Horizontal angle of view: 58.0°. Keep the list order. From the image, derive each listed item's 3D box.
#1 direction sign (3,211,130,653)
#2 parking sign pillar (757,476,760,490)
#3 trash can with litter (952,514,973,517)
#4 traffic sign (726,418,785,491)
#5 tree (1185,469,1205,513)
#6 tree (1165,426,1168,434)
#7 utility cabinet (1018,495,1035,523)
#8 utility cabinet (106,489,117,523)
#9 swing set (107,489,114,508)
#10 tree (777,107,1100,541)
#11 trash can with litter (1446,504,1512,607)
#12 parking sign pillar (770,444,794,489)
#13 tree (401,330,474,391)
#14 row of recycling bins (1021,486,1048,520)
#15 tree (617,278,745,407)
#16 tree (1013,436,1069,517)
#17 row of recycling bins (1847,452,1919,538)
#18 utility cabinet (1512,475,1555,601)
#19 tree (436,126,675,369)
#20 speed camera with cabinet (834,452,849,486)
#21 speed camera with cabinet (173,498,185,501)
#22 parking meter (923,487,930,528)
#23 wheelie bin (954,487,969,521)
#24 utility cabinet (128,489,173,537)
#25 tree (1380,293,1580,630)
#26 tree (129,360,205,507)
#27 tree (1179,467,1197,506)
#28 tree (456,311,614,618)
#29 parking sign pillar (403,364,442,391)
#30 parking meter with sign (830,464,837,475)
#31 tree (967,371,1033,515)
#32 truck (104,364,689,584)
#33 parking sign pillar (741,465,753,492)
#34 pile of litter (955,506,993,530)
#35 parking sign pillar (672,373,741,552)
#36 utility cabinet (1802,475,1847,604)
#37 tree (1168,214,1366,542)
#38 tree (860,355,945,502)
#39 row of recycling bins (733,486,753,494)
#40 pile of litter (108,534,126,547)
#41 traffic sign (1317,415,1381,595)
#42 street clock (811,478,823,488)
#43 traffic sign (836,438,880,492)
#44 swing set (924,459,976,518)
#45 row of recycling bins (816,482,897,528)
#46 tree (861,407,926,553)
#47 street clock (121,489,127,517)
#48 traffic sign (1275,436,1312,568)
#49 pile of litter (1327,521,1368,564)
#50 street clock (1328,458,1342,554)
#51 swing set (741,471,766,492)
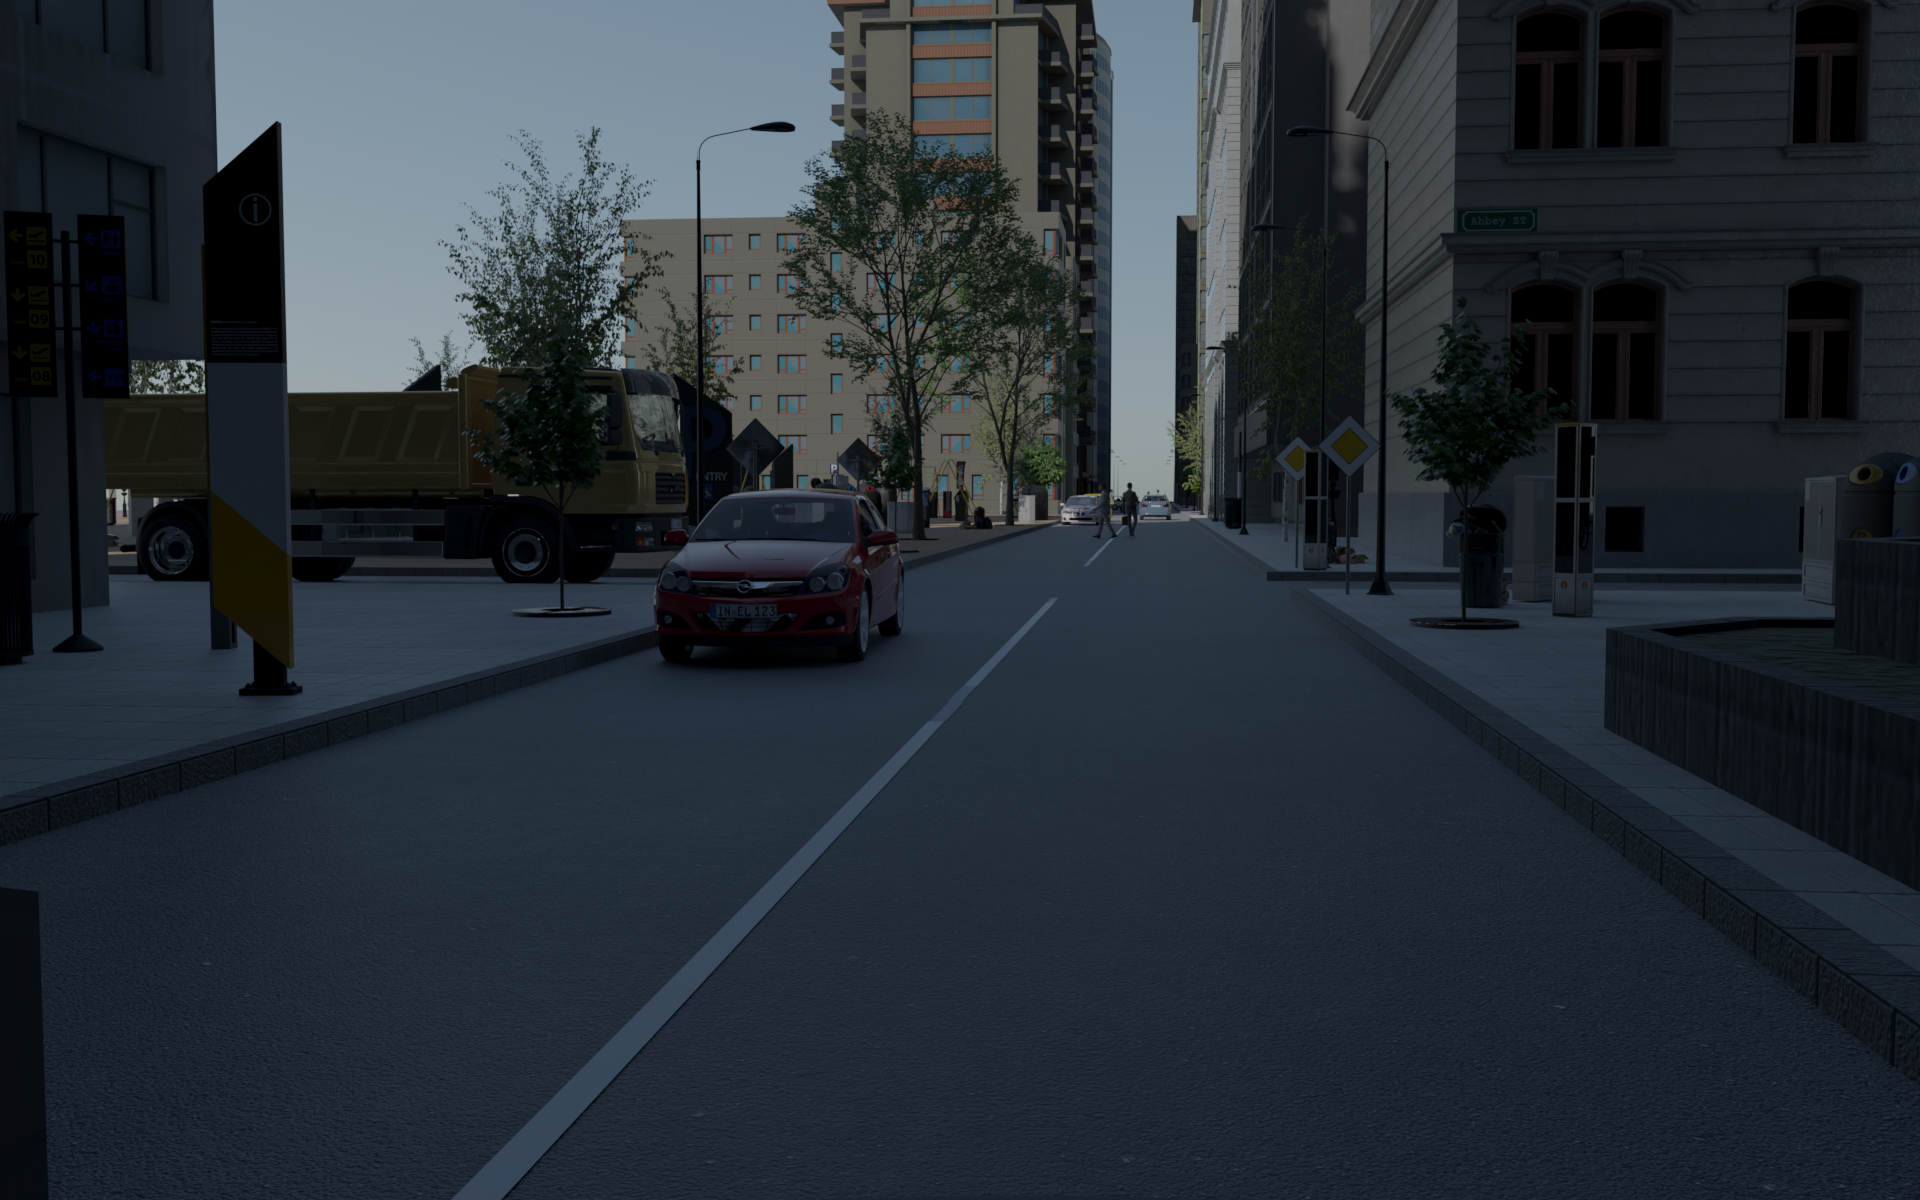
[{"bbox_3d":[-7.218,-1.350,14.069,0.876,3.537,0.379,-1,4,-18],"label":"direction sign"},{"bbox_3d":[-12.068,-6.723,98.395,1.447,3.967,1.447,-1,4,-17],"label":"parking sign pillar"},{"bbox_3d":[0.010,-5.293,97.598,1.678,1.210,2.233,2,4,32],"label":"trash can with litter"},{"bbox_3d":[-2.704,-1.179,22.911,0.795,2.450,0.064,0,4,6],"label":"traffic sign"},{"bbox_3d":[16.034,-7.487,117.021,1.663,3.219,1.824,0,3,0],"label":"tree"},{"bbox_3d":[15.711,-9.887,112.017,4.737,8.622,4.395,0,3,0],"label":"tree"},{"bbox_3d":[2.974,-4.043,77.257,0.306,1.237,1.020,-2,4,-27],"label":"utility cabinet"},{"bbox_3d":[-37.358,-4.126,76.140,0.318,1.500,1.173,-3,4,-38],"label":"utility cabinet"},{"bbox_3d":[-26.756,-3.686,57.893,2.862,2.851,3.119,1,4,14],"label":"swing set"},{"bbox_3d":[-1.318,-7.470,47.896,9.928,11.665,9.643,0,3,0],"label":"tree"},{"bbox_3d":[5.971,-0.517,19.841,0.624,1.170,1.055,2,4,26],"label":"trash can with litter"},{"bbox_3d":[-9.509,-6.357,92.410,1.447,3.967,1.447,3,5,44],"label":"parking sign pillar"},{"bbox_3d":[-23.597,-7.815,78.139,4.737,8.622,4.395,0,3,0],"label":"tree"},{"bbox_3d":[3.709,-4.891,87.088,1.069,1.692,3.534,0,4,-7],"label":"row of recycling bins"},{"bbox_3d":[-9.358,-6.674,59.488,4.737,8.622,4.395,0,3,0],"label":"tree"},{"bbox_3d":[4.499,-6.941,97.201,4.285,4.588,4.351,0,3,0],"label":"tree"},{"bbox_3d":[9.118,-0.533,15.832,1.069,1.692,3.534,0,4,6],"label":"row of recycling bins"},{"bbox_3d":[7.102,-0.744,20.848,1.173,1.500,0.318,-3,5,-43],"label":"utility cabinet"},{"bbox_3d":[-7.808,-5.116,34.009,4.360,8.622,3.978,0,3,0],"label":"tree"},{"bbox_3d":[-5.373,-5.319,81.298,0.660,3.252,2.038,-1,4,-19],"label":"speed camera with cabinet"},{"bbox_3d":[-29.863,-4.463,67.302,2.038,3.252,0.660,1,4,21],"label":"speed camera with cabinet"},{"bbox_3d":[-1.328,-3.504,65.709,0.372,1.533,0.369,0,3,0],"label":"parking meter"},{"bbox_3d":[0.098,-4.543,82.192,0.693,1.594,0.980,1,4,11],"label":"wheelie bin"},{"bbox_3d":[-24.179,-2.634,51.737,1.173,1.500,0.318,-3,5,-43],"label":"utility cabinet"},{"bbox_3d":[4.843,-1.363,16.893,1.663,3.219,1.824,0,3,0],"label":"tree"},{"bbox_3d":[-24.502,-6.010,48.634,4.360,8.622,3.978,0,3,0],"label":"tree"},{"bbox_3d":[25.903,-12.841,193.670,4.285,4.588,4.351,0,3,0],"label":"tree"},{"bbox_3d":[-4.238,-1.463,18.526,1.663,3.219,1.824,0,3,0],"label":"tree"},{"bbox_3d":[-11.295,-2.883,35.607,1.447,3.967,1.447,2,4,35],"label":"parking sign pillar"},{"bbox_3d":[-6.959,-6.426,101.326,0.543,3.016,1.738,1,4,23],"label":"parking meter with sign"},{"bbox_3d":[2.451,-9.398,104.019,4.737,8.622,4.395,0,3,0],"label":"tree"},{"bbox_3d":[-8.426,-1.922,27.352,9.791,3.379,3.469,0,4,8],"label":"truck"},{"bbox_3d":[-11.951,-6.312,91.668,1.447,3.967,1.447,-1,4,-20],"label":"parking sign pillar"},{"bbox_3d":[0.493,-3.016,63.284,1.719,0.858,1.176,-2,4,-33],"label":"pile of litter"},{"bbox_3d":[-5.710,-3.064,38.572,1.447,3.967,1.447,-1,4,-11],"label":"parking sign pillar"},{"bbox_3d":[10.238,-0.715,20.371,0.318,1.500,1.173,1,4,10],"label":"utility cabinet"},{"bbox_3d":[8.941,-5.889,46.647,4.737,8.622,4.395,0,3,0],"label":"tree"},{"bbox_3d":[-2.898,-8.491,89.194,4.360,8.622,3.978,0,3,0],"label":"tree"},{"bbox_3d":[-11.785,-4.844,86.311,3.534,1.692,1.069,0,4,0],"label":"row of recycling bins"},{"bbox_3d":[-21.082,-1.737,42.361,1.176,0.858,1.719,1,4,20],"label":"pile of litter"},{"bbox_3d":[4.939,-1.125,22.033,0.795,2.450,0.064,0,4,6],"label":"traffic sign"},{"bbox_3d":[-6.435,-4.454,77.390,0.358,2.002,0.471,3,4,38],"label":"street clock"},{"bbox_3d":[-1.811,-1.664,30.846,0.795,2.450,0.064,0,4,6],"label":"traffic sign"},{"bbox_3d":[-0.523,-4.961,78.725,2.862,2.851,3.119,0,4,-5],"label":"swing set"},{"bbox_3d":[-3.785,-3.392,62.565,3.534,1.692,1.069,-3,5,-42],"label":"row of recycling bins"},{"bbox_3d":[-1.332,-2.665,38.178,1.663,3.219,1.824,0,3,0],"label":"tree"},{"bbox_3d":[-46.185,-5.575,95.720,0.471,2.002,0.358,-3,5,-41],"label":"street clock"},{"bbox_3d":[5.833,-1.610,29.968,0.795,2.450,0.064,0,4,6],"label":"traffic sign"},{"bbox_3d":[7.073,-1.126,32.369,1.176,0.858,1.719,2,4,32],"label":"pile of litter"},{"bbox_3d":[7.373,-1.817,34.284,0.358,2.002,0.471,1,4,10],"label":"street clock"},{"bbox_3d":[-13.940,-6.615,105.783,3.119,2.851,2.862,-2,4,-31],"label":"swing set"}]
